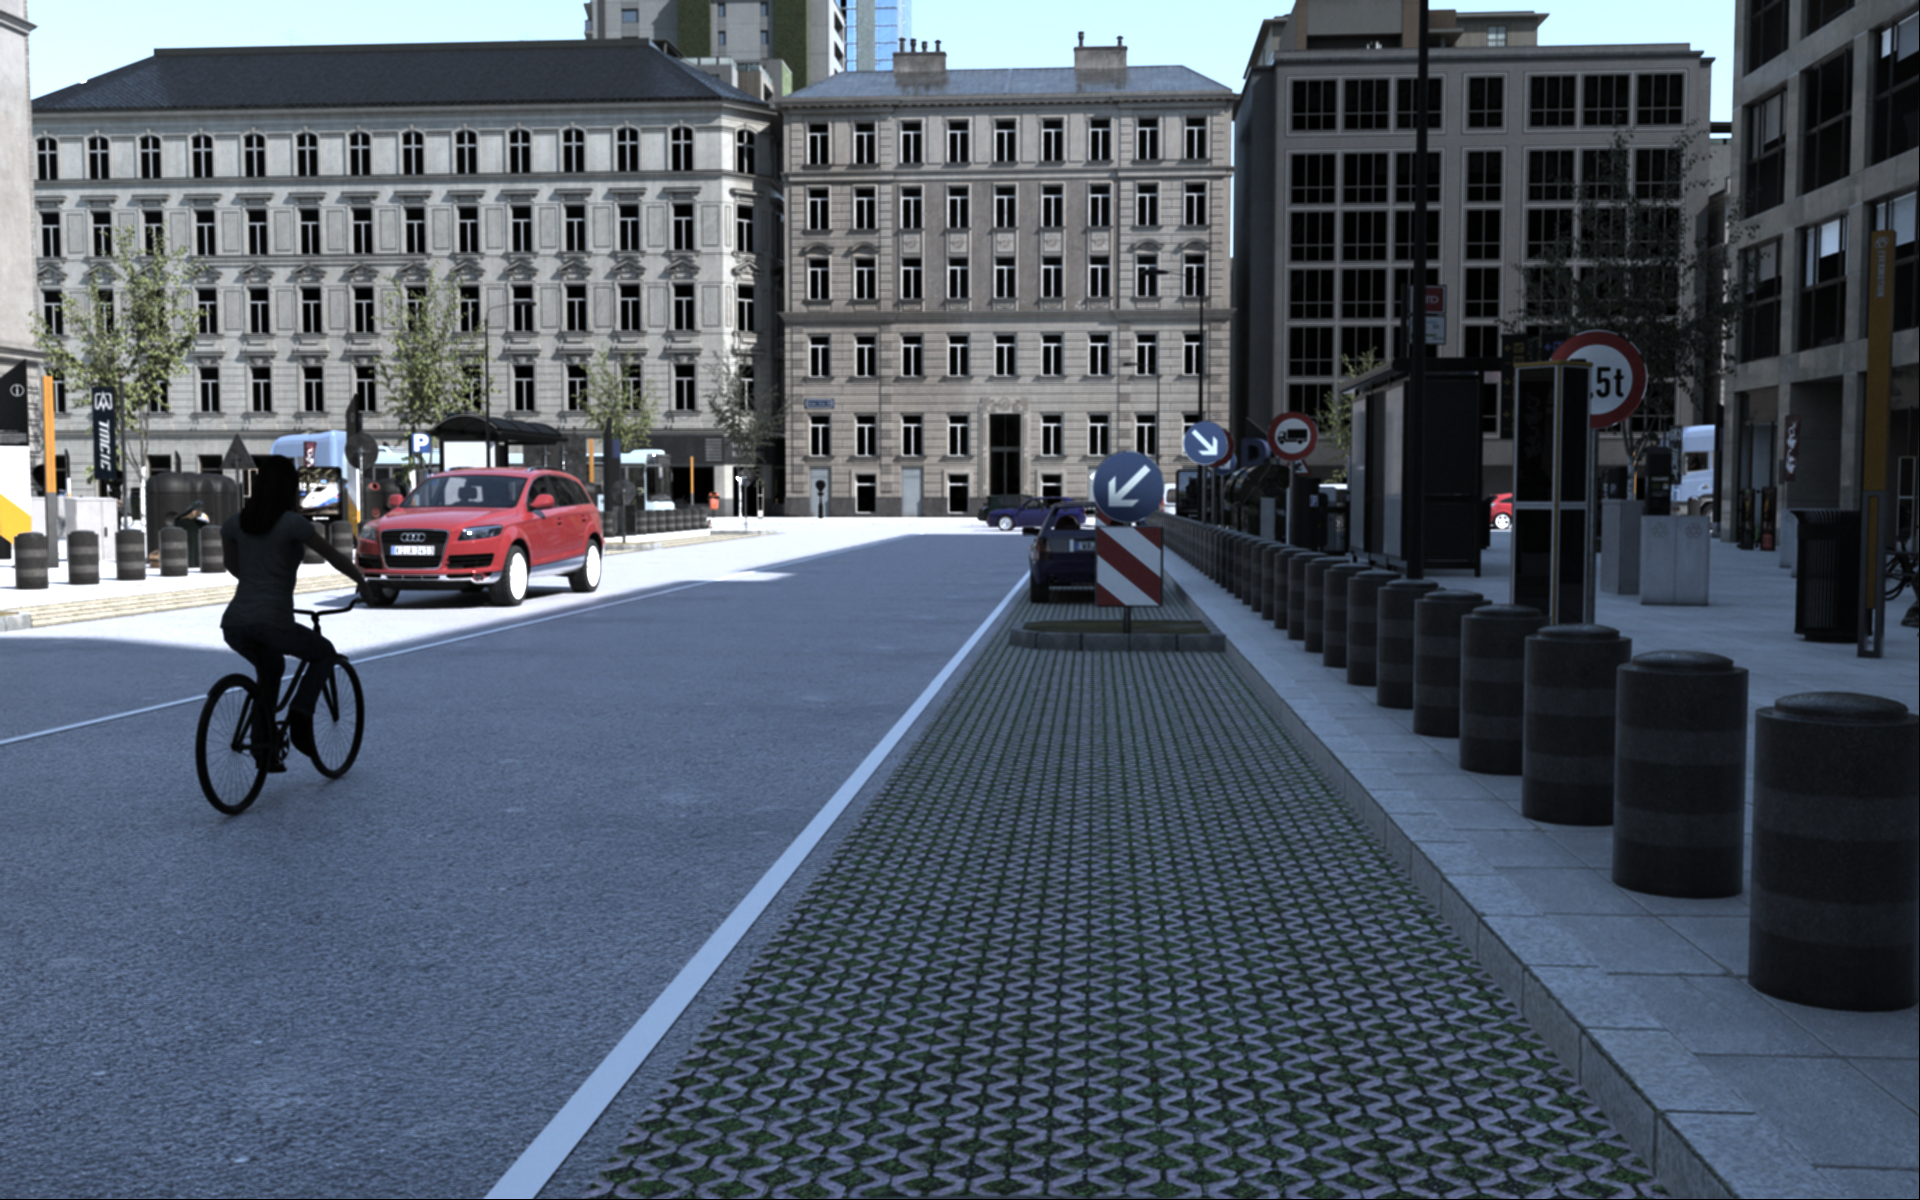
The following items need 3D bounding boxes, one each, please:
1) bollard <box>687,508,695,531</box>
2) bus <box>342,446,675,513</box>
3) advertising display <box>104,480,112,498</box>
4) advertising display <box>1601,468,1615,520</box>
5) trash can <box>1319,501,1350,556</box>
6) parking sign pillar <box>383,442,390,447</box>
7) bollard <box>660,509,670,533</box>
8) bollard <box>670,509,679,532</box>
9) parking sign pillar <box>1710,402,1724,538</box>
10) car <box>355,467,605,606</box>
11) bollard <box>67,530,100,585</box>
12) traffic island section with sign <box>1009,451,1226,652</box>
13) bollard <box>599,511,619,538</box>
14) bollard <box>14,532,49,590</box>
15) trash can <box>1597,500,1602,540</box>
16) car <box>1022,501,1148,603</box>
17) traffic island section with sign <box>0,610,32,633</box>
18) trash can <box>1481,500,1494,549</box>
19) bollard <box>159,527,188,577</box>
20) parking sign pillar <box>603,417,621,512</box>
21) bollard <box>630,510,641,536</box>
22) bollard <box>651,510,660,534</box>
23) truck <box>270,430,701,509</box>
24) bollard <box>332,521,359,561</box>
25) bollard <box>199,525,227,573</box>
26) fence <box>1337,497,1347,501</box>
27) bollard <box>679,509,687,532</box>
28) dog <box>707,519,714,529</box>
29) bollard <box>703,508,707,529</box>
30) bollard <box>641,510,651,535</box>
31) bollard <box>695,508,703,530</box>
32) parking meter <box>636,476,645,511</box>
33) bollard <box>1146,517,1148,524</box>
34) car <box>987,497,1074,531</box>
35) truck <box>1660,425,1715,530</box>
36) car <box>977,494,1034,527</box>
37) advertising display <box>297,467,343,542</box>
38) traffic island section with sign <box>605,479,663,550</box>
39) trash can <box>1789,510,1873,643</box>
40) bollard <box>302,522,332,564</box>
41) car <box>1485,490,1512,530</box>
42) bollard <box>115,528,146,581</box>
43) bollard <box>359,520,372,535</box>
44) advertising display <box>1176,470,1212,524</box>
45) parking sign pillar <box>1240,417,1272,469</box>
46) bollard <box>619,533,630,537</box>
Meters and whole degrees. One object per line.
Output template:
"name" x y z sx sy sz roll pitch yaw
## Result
"bollard" -9.620 -2.810 60.661 0.404 0.777 0.398 0 3 0
"bus" -17.000 -4.423 67.180 13.247 3.499 2.948 0 4 5
"advertising display" -40.459 -4.716 82.320 0.123 1.923 0.974 -1 4 -14
"advertising display" 16.056 -2.273 42.375 0.123 1.923 0.974 -1 4 -17
"trash can" 7.783 -1.488 35.983 0.748 1.137 0.748 0 3 0
"parking sign pillar" -29.107 -6.136 88.795 1.447 3.967 1.447 2 4 27
"bollard" -9.898 -2.589 57.053 0.404 0.777 0.398 0 3 0
"bollard" -9.801 -2.663 58.259 0.404 0.777 0.398 0 3 0
"parking sign pillar" 22.777 -3.802 50.637 1.447 3.967 1.447 0 4 6
"car" -6.477 -0.928 23.845 2.281 1.827 5.304 0 4 5
"bollard" -12.442 -0.603 24.579 0.404 0.777 0.398 0 3 0
"traffic island section with sign" 1.492 -0.489 16.620 1.989 1.847 2.006 0 4 4
"bollard" -10.373 -2.221 51.030 0.404 0.777 0.398 0 3 0
"bollard" -12.534 -0.529 23.373 0.404 0.777 0.398 0 3 0
"trash can" 15.998 -1.962 43.735 0.748 1.137 0.748 0 3 0
"car" 1.833 -0.700 24.020 1.945 1.354 3.894 0 4 3
"traffic island section with sign" -10.901 -0.573 18.000 1.989 1.847 2.006 0 4 4
"trash can" 12.055 -1.758 40.389 0.748 1.137 0.748 0 3 0
"bollard" -12.253 -0.750 26.983 0.404 0.777 0.398 0 3 0
"parking sign pillar" -12.320 -4.452 61.263 1.447 3.967 1.447 -1 4 -19
"bollard" -10.179 -2.370 53.459 0.404 0.777 0.398 0 3 0
"bollard" -9.992 -2.516 55.855 0.404 0.777 0.398 0 3 0
"truck" -20.499 -5.126 73.573 18.799 4.110 2.967 0 4 4
"bollard" -11.783 -1.119 33.009 0.404 0.777 0.398 0 3 0
"bollard" -12.161 -0.824 28.188 0.404 0.777 0.398 0 3 0
"fence" 10.196 -2.396 50.382 2.264 1.192 0.480 2 4 28
"bollard" -9.711 -2.736 59.458 0.404 0.777 0.398 0 3 0
"dog" -10.263 -3.124 71.267 0.550 0.427 0.748 1 4 19
"bollard" -9.423 -2.958 63.083 0.404 0.777 0.398 0 3 0
"bollard" -10.087 -2.443 54.657 0.404 0.777 0.398 0 3 0
"bollard" -9.521 -2.884 61.876 0.404 0.777 0.398 0 3 0
"parking meter" -10.538 -3.146 57.144 0.255 1.863 0.399 -1 4 -13
"bollard" 6.205 -2.461 54.949 0.404 0.777 0.398 0 3 0
"car" 3.021 -3.362 67.547 3.894 1.354 1.945 0 4 6
"truck" 34.668 -4.497 63.286 18.799 4.110 2.967 0 4 6
"car" 2.854 -4.007 75.303 4.222 1.686 2.009 0 4 3
"advertising display" -15.040 -2.171 40.712 0.974 1.923 0.123 -2 4 -25
"traffic island section with sign" -8.806 -2.217 44.874 1.989 1.847 2.006 0 4 4
"trash can" 7.627 -0.211 15.096 0.748 1.137 0.748 0 3 0
"bollard" -11.875 -1.045 31.802 0.404 0.777 0.398 0 3 0
"car" 23.305 -3.753 70.407 4.494 1.783 2.155 0 4 3
"bollard" -12.349 -0.677 25.786 0.404 0.777 0.398 0 3 0
"bollard" -11.692 -1.192 34.208 0.404 0.777 0.398 0 3 0
"advertising display" 6.166 -2.475 45.677 0.974 1.923 0.123 -1 4 -11
"parking sign pillar" 10.404 -4.396 60.352 1.447 3.967 1.447 -3 5 -43
"bollard" -10.275 -2.295 52.232 0.404 0.777 0.398 0 3 0
